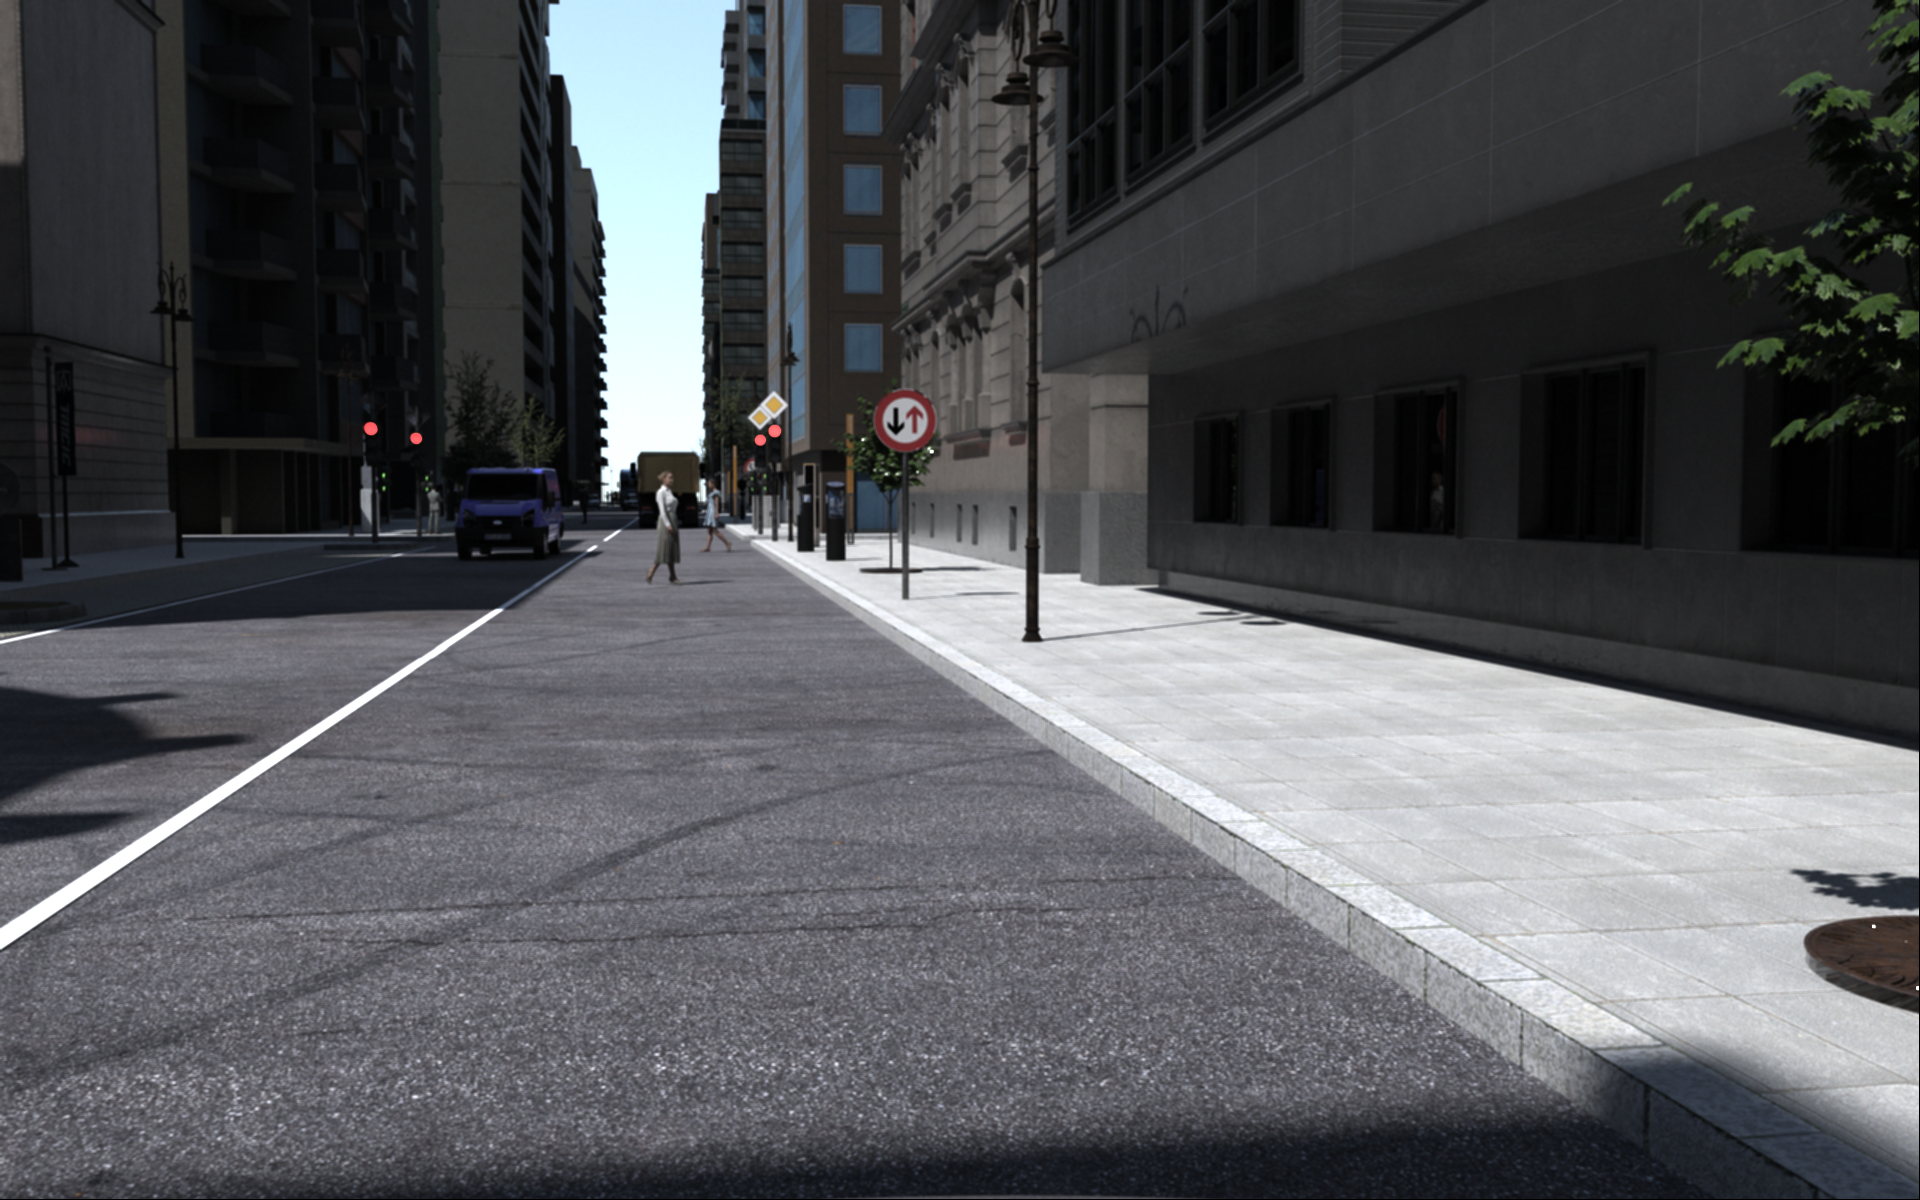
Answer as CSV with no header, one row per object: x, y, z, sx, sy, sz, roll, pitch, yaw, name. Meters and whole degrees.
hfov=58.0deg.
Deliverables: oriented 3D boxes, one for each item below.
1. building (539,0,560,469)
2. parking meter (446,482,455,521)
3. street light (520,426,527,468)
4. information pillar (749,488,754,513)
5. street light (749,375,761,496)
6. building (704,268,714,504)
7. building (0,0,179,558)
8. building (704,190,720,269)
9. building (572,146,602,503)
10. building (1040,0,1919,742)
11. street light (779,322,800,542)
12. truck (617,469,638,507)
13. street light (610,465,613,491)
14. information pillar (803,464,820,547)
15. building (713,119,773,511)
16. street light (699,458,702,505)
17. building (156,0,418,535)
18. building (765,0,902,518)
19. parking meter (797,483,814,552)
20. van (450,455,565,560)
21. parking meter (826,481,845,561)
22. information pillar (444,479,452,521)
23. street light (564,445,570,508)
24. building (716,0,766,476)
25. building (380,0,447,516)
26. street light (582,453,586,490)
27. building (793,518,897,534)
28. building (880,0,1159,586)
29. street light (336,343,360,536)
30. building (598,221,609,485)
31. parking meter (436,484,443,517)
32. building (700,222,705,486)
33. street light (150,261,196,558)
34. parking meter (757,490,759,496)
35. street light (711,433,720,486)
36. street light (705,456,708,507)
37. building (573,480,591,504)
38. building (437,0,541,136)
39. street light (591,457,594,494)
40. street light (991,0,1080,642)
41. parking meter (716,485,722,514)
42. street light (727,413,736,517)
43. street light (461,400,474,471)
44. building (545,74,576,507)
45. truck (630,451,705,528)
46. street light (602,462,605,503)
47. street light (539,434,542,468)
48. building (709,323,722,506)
-51.907,-34.853,159.078,28.713,52.752,27.495,-1,4,-9,building
-24.127,-4.668,82.031,0.255,1.863,0.399,-3,5,-44,parking meter
-28.945,-8.707,115.142,0.468,5.910,1.993,-1,4,-9,street light
-14.444,-7.069,120.076,0.304,2.012,0.304,2,4,26,information pillar
-7.789,-5.699,65.972,0.468,5.910,1.993,-1,4,-9,street light
-25.866,-27.612,223.165,14.160,30.474,14.107,-1,4,-9,building
-28.071,-10.559,37.272,19.286,19.102,10.561,-1,4,-9,building
-29.838,-36.780,251.470,14.600,45.320,14.200,-1,4,-9,building
-61.776,-37.853,242.595,21.300,48.544,21.600,-1,4,-9,building
10.308,-11.585,8.474,14.314,24.678,30.058,-1,4,-9,building
-4.586,-4.523,46.732,0.468,5.910,1.993,-1,4,-9,street light
-36.348,-12.377,192.120,2.967,4.110,18.799,-1,4,-10,truck
-54.977,-18.378,273.269,0.468,5.910,1.993,-1,4,-9,street light
-3.592,-2.291,41.944,0.304,2.012,0.304,1,4,16,information pillar
-12.013,-22.377,137.558,14.160,30.474,14.107,-1,4,-9,building
-30.505,-14.161,204.324,0.468,5.910,1.993,-1,4,-9,street light
-33.073,-25.073,64.575,22.147,44.769,28.867,-1,4,-9,building
-5.383,-28.353,113.686,14.600,45.320,14.200,-1,4,-9,building
-3.437,-1.844,38.560,0.372,1.533,0.369,0,3,0,parking meter
-10.243,-2.150,39.543,2.240,2.365,5.245,0,4,-8,van
-2.398,-1.530,33.421,0.372,1.533,0.369,0,3,0,parking meter
-24.569,-4.815,83.220,0.304,2.012,0.304,-2,4,-34,information pillar
-36.188,-11.436,159.760,0.468,5.910,1.993,-1,4,-9,street light
-10.596,-33.064,160.202,23.786,49.044,30.456,-1,4,-9,building
-36.895,-25.234,96.170,14.154,41.232,14.086,-1,4,-9,building
-41.375,-13.332,190.765,0.468,5.910,1.993,-1,4,-9,street light
1.085,-25.200,62.136,14.200,45.320,14.600,-1,4,-9,building
6.271,-15.163,35.301,14.401,28.519,23.554,-1,4,-9,building
-18.721,-4.912,53.106,0.468,5.910,1.993,-1,4,-9,street light
-65.982,-37.488,267.545,22.147,44.769,28.867,-1,4,-9,building
-29.620,-5.679,98.556,0.399,1.863,0.255,-1,4,-13,parking meter
-29.588,-37.866,273.740,22.147,44.769,28.867,-1,4,-9,building
-15.663,-3.780,34.590,0.468,5.910,1.993,-1,4,-9,street light
-13.875,-6.778,119.230,0.372,1.533,0.369,0,3,0,parking meter
-18.008,-9.529,128.594,0.468,5.910,1.993,-1,4,-9,street light
-25.315,-12.265,173.319,0.468,5.910,1.993,-1,4,-9,street light
-63.664,-32.244,219.075,32.217,40.220,23.993,-1,4,-9,building
-44.422,-31.309,135.599,21.300,48.544,21.600,-1,4,-9,building
-44.722,-14.574,211.079,0.468,5.910,1.993,-1,4,-9,street light
0.630,-2.577,14.916,0.468,5.910,1.993,-1,4,-9,street light
-15.597,-6.493,111.879,0.399,1.863,0.255,-1,4,-16,parking meter
-12.813,-7.600,97.050,0.468,5.910,1.993,-1,4,-9,street light
-23.895,-6.809,84.114,0.468,5.910,1.993,-1,4,-9,street light
-47.830,-32.474,181.060,14.600,45.320,14.200,-1,4,-9,building
-13.057,-4.990,77.511,3.469,3.379,9.791,-1,4,-10,truck
-49.847,-16.477,242.192,0.468,5.910,1.993,-1,4,-9,street light
-31.139,-9.533,128.653,0.468,5.910,1.993,-1,4,-9,street light
-13.448,-21.197,191.610,27.650,21.520,28.899,-1,4,-9,building
